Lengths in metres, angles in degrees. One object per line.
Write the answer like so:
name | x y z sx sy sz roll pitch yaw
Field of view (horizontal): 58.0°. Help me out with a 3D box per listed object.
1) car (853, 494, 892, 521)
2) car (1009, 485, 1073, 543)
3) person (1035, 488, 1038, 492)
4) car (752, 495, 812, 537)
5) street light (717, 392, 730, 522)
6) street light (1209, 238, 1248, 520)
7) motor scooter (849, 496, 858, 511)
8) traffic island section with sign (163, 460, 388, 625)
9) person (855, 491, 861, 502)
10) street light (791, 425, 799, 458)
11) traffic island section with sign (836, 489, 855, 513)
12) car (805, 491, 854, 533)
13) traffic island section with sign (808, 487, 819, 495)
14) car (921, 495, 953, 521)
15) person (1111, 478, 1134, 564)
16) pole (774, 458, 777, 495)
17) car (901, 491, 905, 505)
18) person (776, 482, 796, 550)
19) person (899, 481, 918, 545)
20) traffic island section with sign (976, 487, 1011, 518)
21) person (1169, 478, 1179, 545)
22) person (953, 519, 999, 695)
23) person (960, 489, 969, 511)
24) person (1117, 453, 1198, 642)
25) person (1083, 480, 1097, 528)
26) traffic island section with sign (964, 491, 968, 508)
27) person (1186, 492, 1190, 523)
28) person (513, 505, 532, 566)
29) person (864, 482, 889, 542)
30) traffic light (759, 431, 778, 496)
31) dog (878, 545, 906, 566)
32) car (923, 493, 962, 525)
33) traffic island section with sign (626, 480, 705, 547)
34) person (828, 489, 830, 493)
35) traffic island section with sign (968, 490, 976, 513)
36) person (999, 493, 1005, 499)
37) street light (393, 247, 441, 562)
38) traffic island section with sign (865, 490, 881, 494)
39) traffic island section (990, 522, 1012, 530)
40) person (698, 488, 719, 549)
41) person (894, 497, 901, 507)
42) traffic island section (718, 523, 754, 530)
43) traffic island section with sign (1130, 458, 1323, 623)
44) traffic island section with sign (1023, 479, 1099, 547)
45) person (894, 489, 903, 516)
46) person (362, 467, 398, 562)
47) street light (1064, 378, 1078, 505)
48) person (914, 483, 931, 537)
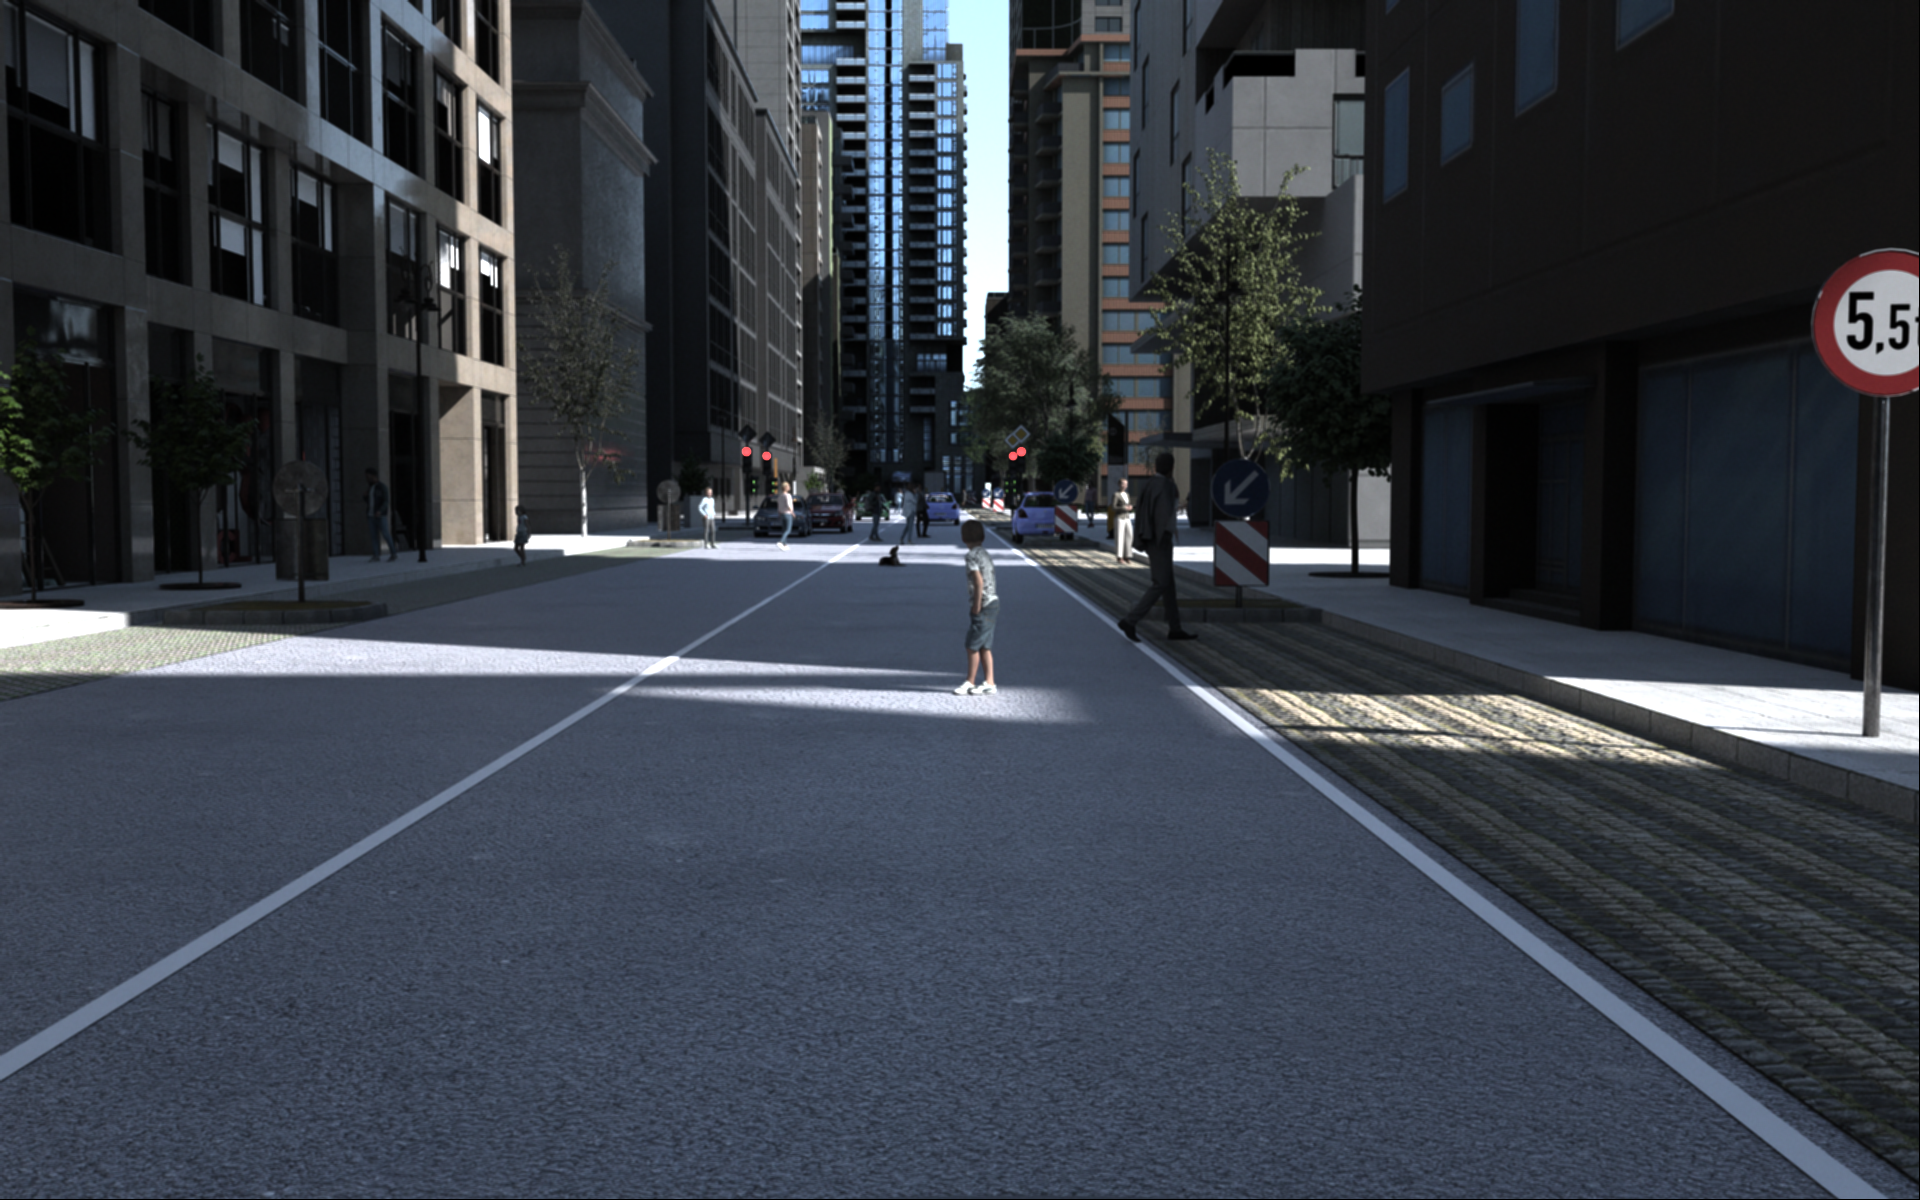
car | -4.740 -5.034 94.096 2.131 1.459 4.920 0 4 -2
car | 2.419 -2.545 51.201 1.945 1.707 3.694 0 4 -1
person | 6.856 -9.099 154.837 1.348 1.821 0.705 2 4 32
car | -6.014 -2.876 59.023 2.014 1.417 4.499 0 4 -1
street light | -10.729 -6.461 78.432 0.468 5.910 1.993 0 4 -1
street light | 4.855 -3.591 31.496 0.468 5.910 1.993 0 4 -1
motor scooter | -8.916 -8.096 145.139 0.815 1.314 1.986 0 4 -2
traffic island section with sign | -7.702 -0.683 19.795 1.989 1.847 2.006 0 4 -1
person | -9.856 -9.759 168.770 0.721 1.735 1.217 3 4 39
street light | -11.101 -8.780 116.336 0.468 5.910 1.993 0 4 -1
traffic island section with sign | -8.883 -7.381 129.305 1.989 1.847 2.006 0 4 -1
car | -5.007 -3.403 64.680 2.155 1.783 4.494 0 4 1
traffic island section with sign | -8.588 -5.732 102.352 1.989 1.847 2.006 0 4 -1
car | -1.332 -4.918 92.774 2.083 1.381 4.827 0 4 -2
person | 3.332 -1.605 35.283 0.519 1.759 0.362 -3 5 -43
pole | -10.460 -6.395 98.395 0.158 3.312 0.155 0 3 0
car | -6.195 -11.670 199.480 2.281 1.827 5.304 0 4 1
person | -4.461 -2.136 44.092 0.731 1.740 0.598 2 4 35
person | -1.444 -2.438 48.628 0.793 1.790 0.793 2 4 34
traffic island section with sign | 2.137 -5.738 102.443 1.989 1.847 2.006 0 4 -1
person | 5.355 -2.258 43.958 0.512 1.701 0.522 2 4 25
person | 0.119 0.049 12.378 0.332 1.250 0.352 -3 4 -36
person | 0.419 -8.597 149.020 0.822 1.834 0.622 0 4 -7
person | 1.936 -0.500 16.776 0.850 1.850 0.679 -1 4 -12
person | 4.971 -3.685 66.306 0.555 1.821 0.388 1 4 23
traffic island section with sign | 1.286 -10.457 179.594 1.989 1.847 2.006 0 4 -1
person | 10.100 -4.080 75.168 0.622 1.834 0.822 1 4 22
person | -8.597 -1.267 34.233 0.505 1.210 0.382 3 5 43
person | -2.528 -2.659 52.319 0.721 1.781 0.623 1 4 10
traffic light | -8.610 -5.424 77.596 0.839 4.253 0.868 0 4 -1
dog | -1.361 -0.889 34.733 0.550 0.427 0.748 0 4 -4
car | -0.867 -4.349 80.694 1.945 1.707 3.694 0 4 1
traffic island section with sign | -7.993 -2.376 47.480 1.989 1.847 2.006 0 4 -1
person | -12.072 -9.185 157.041 0.721 1.723 1.217 -2 4 -27
traffic island section with sign | 1.834 -7.386 129.396 1.989 1.847 2.006 0 4 -1
person | 3.804 -8.966 155.827 0.799 1.438 0.628 2 4 25
street light | -10.167 -3.657 32.582 0.468 5.910 1.993 0 4 -1
traffic island section with sign | -9.435 -10.460 179.644 1.989 1.847 2.006 0 4 -1
traffic island section | 2.391 -3.398 77.845 2.009 0.180 2.903 0 4 -1
person | -6.628 -2.159 45.614 0.330 1.601 0.589 3 5 43
person | -6.576 -10.882 187.142 1.217 1.743 0.721 -1 4 -12
traffic island section | -8.563 -2.903 69.746 2.009 0.180 2.903 0 4 -1
traffic island section with sign | 3.021 -0.703 20.120 1.989 1.847 2.006 0 4 -1
traffic island section with sign | 2.719 -2.355 47.136 1.989 1.847 2.006 0 4 -1
person | -4.136 -6.520 115.364 0.793 1.790 0.793 1 4 12
person | -10.981 -1.606 32.645 0.623 1.781 0.721 1 4 19
street light | 4.452 -5.909 69.404 0.468 5.910 1.993 0 4 -1
person | -1.264 -2.971 57.260 0.592 1.802 0.473 -2 4 -32
